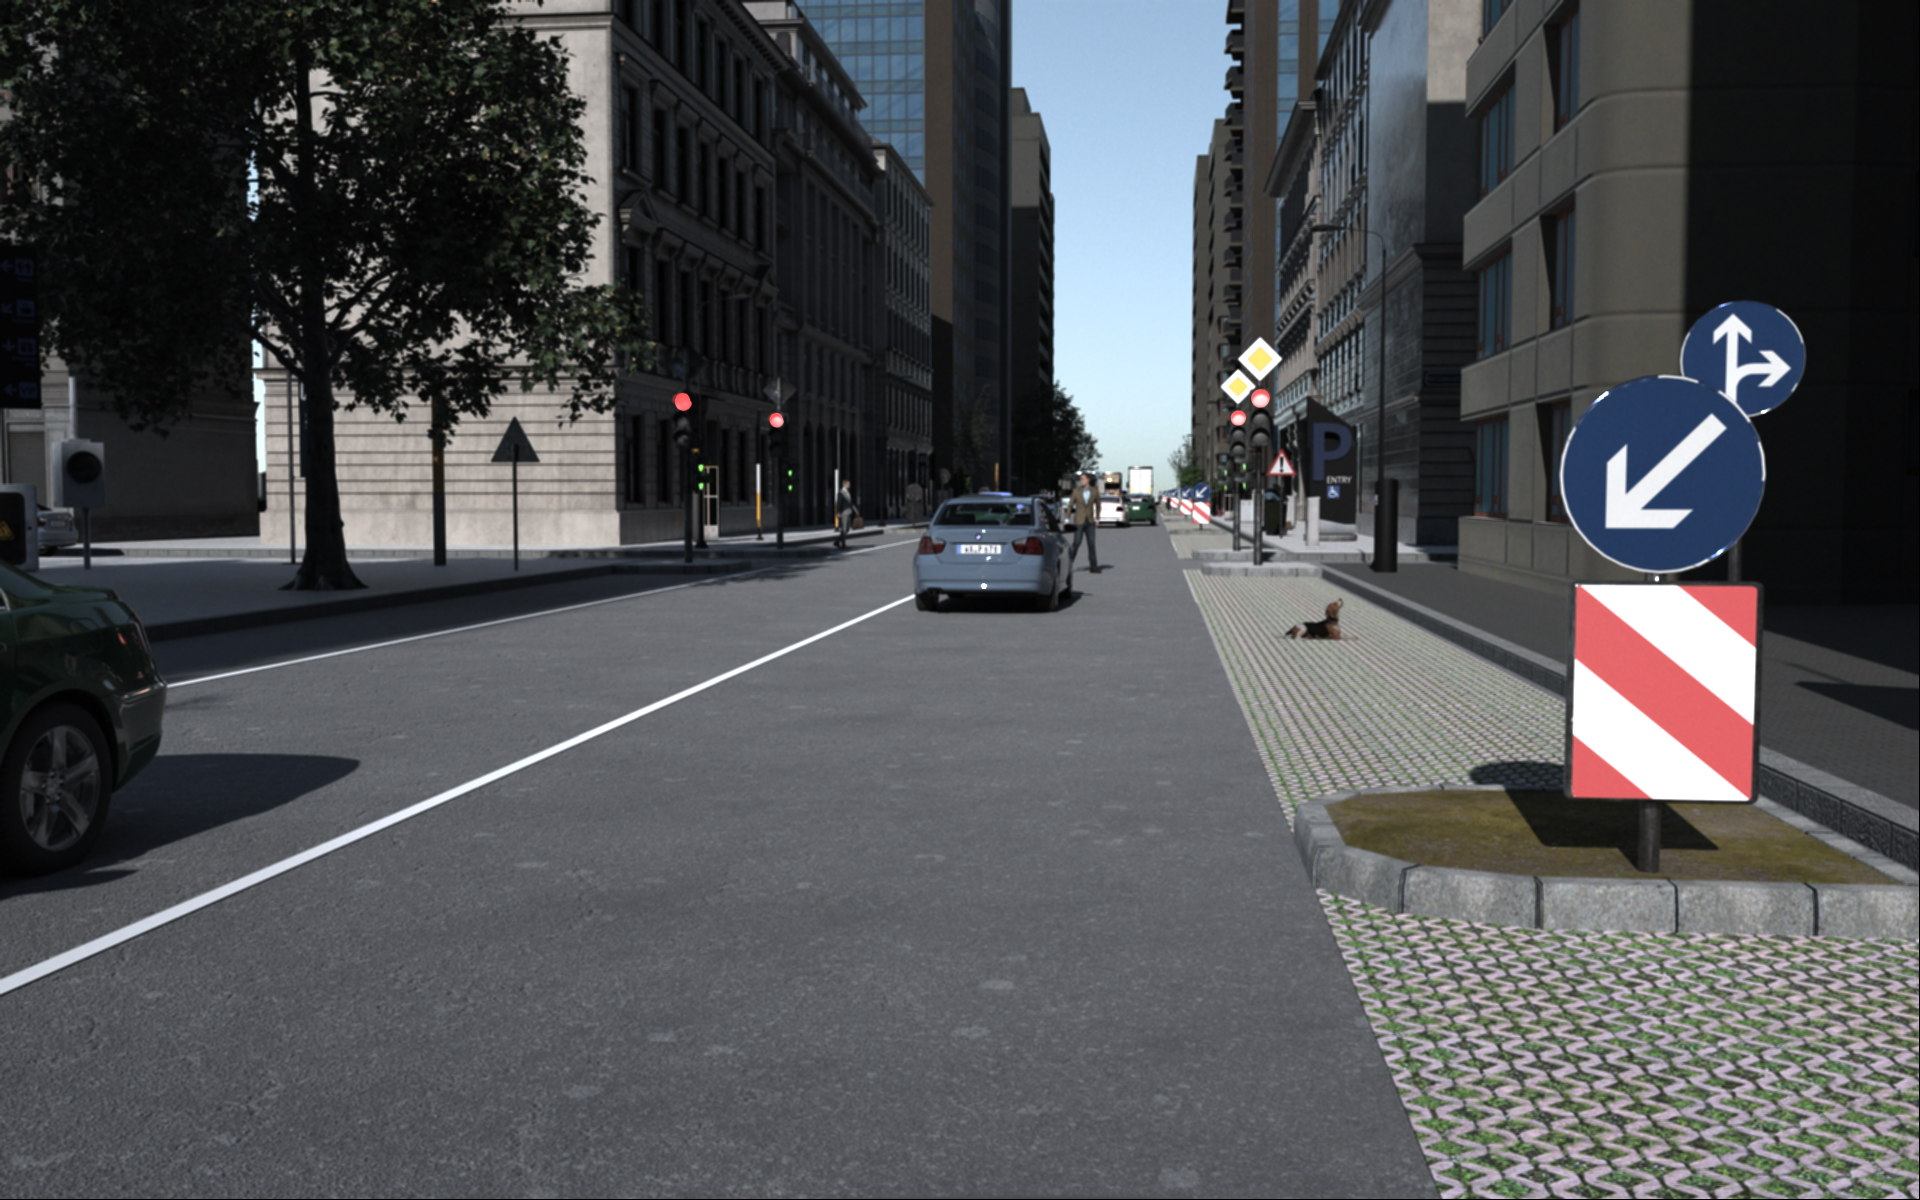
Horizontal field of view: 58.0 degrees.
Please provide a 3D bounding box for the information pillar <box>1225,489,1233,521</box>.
[{"bbox_3d":[12.978,-4.836,83.561,0.304,2.012,0.304,3,5,43],"label":"information pillar"}]

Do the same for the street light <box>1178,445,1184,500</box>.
[{"bbox_3d":[21.516,-11.625,162.605,1.470,5.913,1.316,0,4,6],"label":"street light"}]

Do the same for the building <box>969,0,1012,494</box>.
[{"bbox_3d":[-7.313,-36.820,144.010,21.231,58.520,28.212,0,4,6],"label":"building"}]

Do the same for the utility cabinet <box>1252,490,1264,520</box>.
[{"bbox_3d":[14.741,-4.649,84.691,1.173,1.500,0.318,-3,5,-40],"label":"utility cabinet"}]

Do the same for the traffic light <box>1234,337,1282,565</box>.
[{"bbox_3d":[5.347,-2.579,31.094,0.839,4.253,0.868,0,4,6],"label":"traffic light"}]

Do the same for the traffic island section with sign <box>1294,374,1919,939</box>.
[{"bbox_3d":[2.319,0.126,6.567,1.989,1.847,2.006,0,4,6],"label":"traffic island section with sign"}]

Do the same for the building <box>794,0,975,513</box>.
[{"bbox_3d":[-6.551,-28.900,122.632,14.600,45.320,14.200,0,4,6],"label":"building"}]

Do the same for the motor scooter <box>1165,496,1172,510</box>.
[{"bbox_3d":[17.967,-8.327,148.930,0.815,1.314,1.986,1,4,8],"label":"motor scooter"}]

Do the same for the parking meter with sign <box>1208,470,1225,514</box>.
[{"bbox_3d":[16.581,-7.057,111.643,0.543,3.016,1.738,-2,4,-24],"label":"parking meter with sign"}]

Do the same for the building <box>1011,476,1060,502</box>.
[{"bbox_3d":[-1.463,-34.127,249.864,32.217,40.220,23.993,0,4,6],"label":"building"}]

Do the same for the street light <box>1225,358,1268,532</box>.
[{"bbox_3d":[9.921,-5.303,59.243,1.470,5.913,1.316,0,4,6],"label":"street light"}]

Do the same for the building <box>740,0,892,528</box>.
[{"bbox_3d":[-11.276,-14.211,74.154,13.314,21.916,24.055,0,4,6],"label":"building"}]

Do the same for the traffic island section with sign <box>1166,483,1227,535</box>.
[{"bbox_3d":[8.440,-3.235,61.524,1.989,1.847,2.006,0,4,6],"label":"traffic island section with sign"}]

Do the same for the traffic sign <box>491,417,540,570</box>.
[{"bbox_3d":[-7.487,-1.782,29.147,0.884,2.594,0.081,1,4,12],"label":"traffic sign"}]

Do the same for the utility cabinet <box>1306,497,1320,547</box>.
[{"bbox_3d":[8.658,-1.921,42.568,0.306,1.237,1.020,1,4,9],"label":"utility cabinet"}]

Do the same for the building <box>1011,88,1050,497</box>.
[{"bbox_3d":[-0.300,-35.959,211.623,21.300,48.544,21.600,0,4,6],"label":"building"}]

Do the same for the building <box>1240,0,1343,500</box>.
[{"bbox_3d":[27.053,-28.788,120.791,14.600,45.320,14.200,0,4,6],"label":"building"}]

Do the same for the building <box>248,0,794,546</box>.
[{"bbox_3d":[-12.135,-11.459,51.987,10.561,19.102,19.286,0,4,6],"label":"building"}]

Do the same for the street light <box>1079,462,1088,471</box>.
[{"bbox_3d":[17.998,-17.164,253.174,1.470,5.913,1.316,0,4,6],"label":"street light"}]

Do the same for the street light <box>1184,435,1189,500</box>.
[{"bbox_3d":[18.399,-9.938,135.035,1.470,5.913,1.316,0,4,6],"label":"street light"}]

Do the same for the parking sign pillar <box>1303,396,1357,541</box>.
[{"bbox_3d":[10.173,-3.608,47.467,1.447,3.967,1.447,0,4,-5],"label":"parking sign pillar"}]

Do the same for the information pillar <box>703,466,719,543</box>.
[{"bbox_3d":[-6.596,-2.531,45.877,0.304,2.012,0.304,-2,4,-32],"label":"information pillar"}]

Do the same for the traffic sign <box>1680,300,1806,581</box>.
[{"bbox_3d":[5.166,-0.698,11.511,0.768,2.556,0.104,1,4,13],"label":"traffic sign"}]

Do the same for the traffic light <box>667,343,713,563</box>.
[{"bbox_3d":[-5.052,-2.649,32.231,0.839,4.253,0.868,0,4,6],"label":"traffic light"}]

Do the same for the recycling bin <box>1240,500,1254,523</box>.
[{"bbox_3d":[12.871,-3.914,76.542,0.722,1.027,0.722,-3,5,-41],"label":"recycling bin"}]

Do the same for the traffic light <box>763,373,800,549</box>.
[{"bbox_3d":[-4.169,-3.134,40.167,0.839,4.253,0.868,0,4,6],"label":"traffic light"}]

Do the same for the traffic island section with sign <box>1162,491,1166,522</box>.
[{"bbox_3d":[11.467,-4.899,88.726,1.989,1.847,2.006,0,4,6],"label":"traffic island section with sign"}]

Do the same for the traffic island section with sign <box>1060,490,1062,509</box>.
[{"bbox_3d":[9.841,-9.659,166.547,1.989,1.847,2.006,0,4,6],"label":"traffic island section with sign"}]

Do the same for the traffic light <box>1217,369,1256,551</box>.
[{"bbox_3d":[6.230,-3.065,39.030,0.839,4.253,0.868,0,4,6],"label":"traffic light"}]

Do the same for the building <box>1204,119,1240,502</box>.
[{"bbox_3d":[41.515,-36.025,212.706,21.300,48.544,21.600,0,4,6],"label":"building"}]

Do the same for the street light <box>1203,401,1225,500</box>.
[{"bbox_3d":[13.030,-6.971,86.518,1.470,5.913,1.316,0,4,6],"label":"street light"}]

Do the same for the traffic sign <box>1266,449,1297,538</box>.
[{"bbox_3d":[9.279,-3.058,50.008,0.884,2.594,0.081,1,4,12],"label":"traffic sign"}]

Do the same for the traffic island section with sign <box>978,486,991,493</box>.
[{"bbox_3d":[1.302,-4.965,89.814,1.989,1.847,2.006,0,4,6],"label":"traffic island section with sign"}]

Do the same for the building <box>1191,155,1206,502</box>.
[{"bbox_3d":[42.421,-37.345,234.298,21.300,48.544,21.600,0,4,6],"label":"building"}]

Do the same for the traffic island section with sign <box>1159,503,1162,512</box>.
[{"bbox_3d":[16.897,-7.885,137.544,1.989,1.847,2.006,0,4,6],"label":"traffic island section with sign"}]

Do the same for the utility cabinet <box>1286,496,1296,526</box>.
[{"bbox_3d":[13.214,-3.648,70.803,1.020,1.237,0.306,2,4,24],"label":"utility cabinet"}]

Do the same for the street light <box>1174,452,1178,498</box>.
[{"bbox_3d":[24.475,-13.279,189.644,1.470,5.913,1.316,0,4,6],"label":"street light"}]

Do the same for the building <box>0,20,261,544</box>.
[{"bbox_3d":[-31.135,-12.259,49.585,18.267,20.994,9.793,0,4,6],"label":"building"}]

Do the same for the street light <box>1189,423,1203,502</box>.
[{"bbox_3d":[15.962,-8.625,113.561,1.470,5.913,1.316,0,4,6],"label":"street light"}]

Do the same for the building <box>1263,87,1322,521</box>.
[{"bbox_3d":[21.499,-14.750,92.071,10.553,20.767,40.483,0,4,6],"label":"building"}]

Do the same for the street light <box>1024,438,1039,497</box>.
[{"bbox_3d":[5.906,-10.519,144.529,1.470,5.913,1.316,0,4,6],"label":"street light"}]

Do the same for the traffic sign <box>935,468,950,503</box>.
[{"bbox_3d":[-0.862,-5.239,85.765,0.768,2.556,0.104,1,4,13],"label":"traffic sign"}]

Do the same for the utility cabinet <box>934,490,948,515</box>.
[{"bbox_3d":[-1.104,-5.721,102.220,0.318,1.500,1.173,2,4,28],"label":"utility cabinet"}]

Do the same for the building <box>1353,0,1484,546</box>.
[{"bbox_3d":[28.744,-13.853,45.587,34.723,24.649,14.460,0,4,6],"label":"building"}]

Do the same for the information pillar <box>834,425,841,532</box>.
[{"bbox_3d":[-4.167,-4.128,58.852,0.183,3.616,0.504,0,4,3],"label":"information pillar"}]

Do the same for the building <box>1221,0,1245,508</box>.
[{"bbox_3d":[32.900,-29.796,141.785,22.147,44.769,28.867,0,4,6],"label":"building"}]

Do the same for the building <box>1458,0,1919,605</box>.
[{"bbox_3d":[20.525,-10.251,12.649,27.650,21.520,28.899,0,4,6],"label":"building"}]

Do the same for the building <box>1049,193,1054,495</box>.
[{"bbox_3d":[5.032,-33.386,229.454,14.154,41.232,14.086,0,4,6],"label":"building"}]

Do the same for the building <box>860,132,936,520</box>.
[{"bbox_3d":[-7.278,-15.052,95.247,9.793,20.994,18.267,0,4,6],"label":"building"}]

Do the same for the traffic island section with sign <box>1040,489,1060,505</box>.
[{"bbox_3d":[6.796,-7.979,139.088,1.989,1.847,2.006,0,4,6],"label":"traffic island section with sign"}]

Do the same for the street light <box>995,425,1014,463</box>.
[{"bbox_3d":[2.926,-8.793,116.299,1.470,5.913,1.316,0,4,6],"label":"street light"}]

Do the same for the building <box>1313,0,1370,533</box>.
[{"bbox_3d":[18.506,-13.063,62.730,9.793,20.994,18.267,0,4,6],"label":"building"}]

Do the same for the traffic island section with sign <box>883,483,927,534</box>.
[{"bbox_3d":[-1.669,-3.327,63.022,1.989,1.847,2.006,0,4,6],"label":"traffic island section with sign"}]

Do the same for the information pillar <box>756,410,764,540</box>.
[{"bbox_3d":[-5.555,-3.457,47.882,0.183,3.616,0.504,0,4,-1],"label":"information pillar"}]

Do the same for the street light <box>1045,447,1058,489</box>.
[{"bbox_3d":[9.004,-12.183,171.730,1.470,5.913,1.316,0,4,6],"label":"street light"}]

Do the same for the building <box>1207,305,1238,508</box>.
[{"bbox_3d":[38.964,-19.954,171.288,27.650,21.520,28.899,0,4,6],"label":"building"}]
